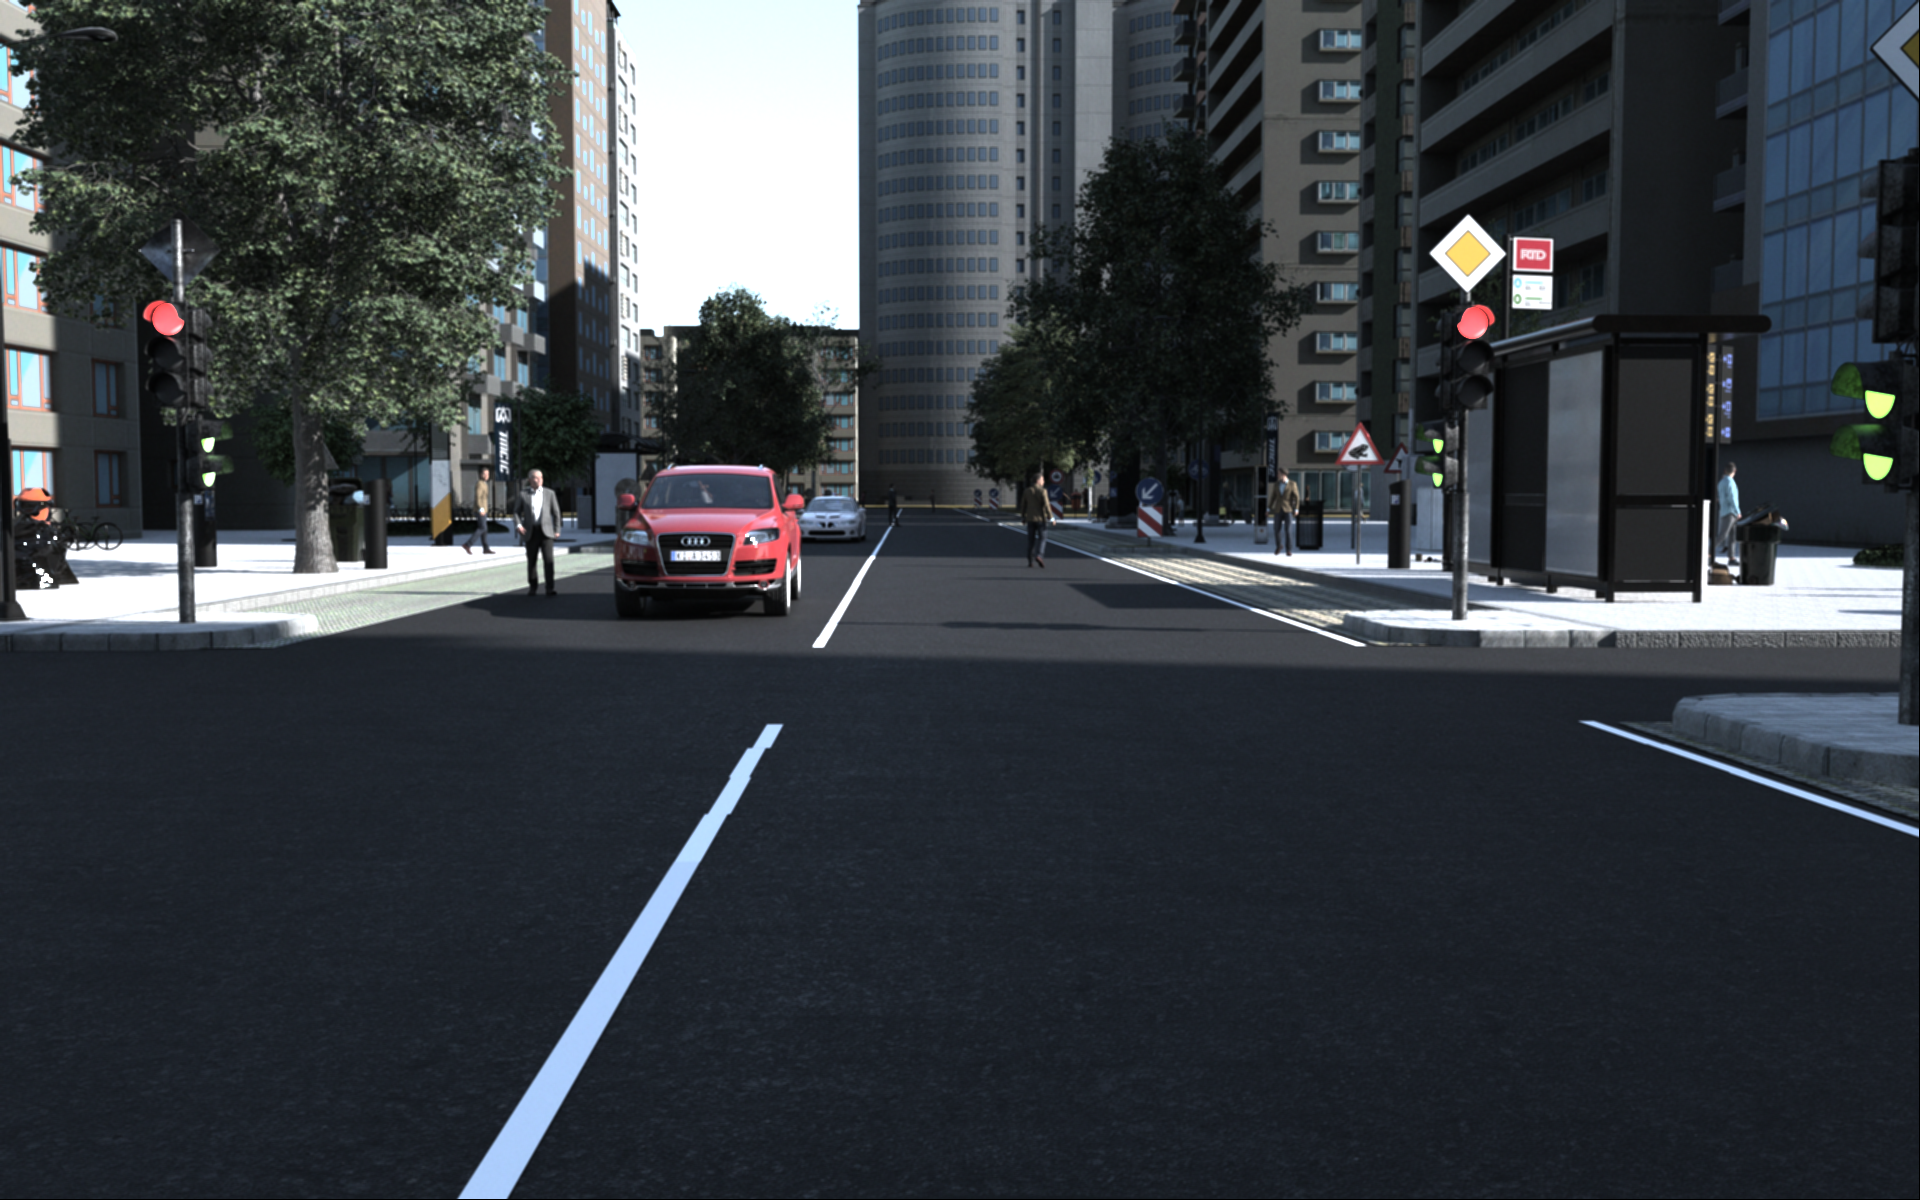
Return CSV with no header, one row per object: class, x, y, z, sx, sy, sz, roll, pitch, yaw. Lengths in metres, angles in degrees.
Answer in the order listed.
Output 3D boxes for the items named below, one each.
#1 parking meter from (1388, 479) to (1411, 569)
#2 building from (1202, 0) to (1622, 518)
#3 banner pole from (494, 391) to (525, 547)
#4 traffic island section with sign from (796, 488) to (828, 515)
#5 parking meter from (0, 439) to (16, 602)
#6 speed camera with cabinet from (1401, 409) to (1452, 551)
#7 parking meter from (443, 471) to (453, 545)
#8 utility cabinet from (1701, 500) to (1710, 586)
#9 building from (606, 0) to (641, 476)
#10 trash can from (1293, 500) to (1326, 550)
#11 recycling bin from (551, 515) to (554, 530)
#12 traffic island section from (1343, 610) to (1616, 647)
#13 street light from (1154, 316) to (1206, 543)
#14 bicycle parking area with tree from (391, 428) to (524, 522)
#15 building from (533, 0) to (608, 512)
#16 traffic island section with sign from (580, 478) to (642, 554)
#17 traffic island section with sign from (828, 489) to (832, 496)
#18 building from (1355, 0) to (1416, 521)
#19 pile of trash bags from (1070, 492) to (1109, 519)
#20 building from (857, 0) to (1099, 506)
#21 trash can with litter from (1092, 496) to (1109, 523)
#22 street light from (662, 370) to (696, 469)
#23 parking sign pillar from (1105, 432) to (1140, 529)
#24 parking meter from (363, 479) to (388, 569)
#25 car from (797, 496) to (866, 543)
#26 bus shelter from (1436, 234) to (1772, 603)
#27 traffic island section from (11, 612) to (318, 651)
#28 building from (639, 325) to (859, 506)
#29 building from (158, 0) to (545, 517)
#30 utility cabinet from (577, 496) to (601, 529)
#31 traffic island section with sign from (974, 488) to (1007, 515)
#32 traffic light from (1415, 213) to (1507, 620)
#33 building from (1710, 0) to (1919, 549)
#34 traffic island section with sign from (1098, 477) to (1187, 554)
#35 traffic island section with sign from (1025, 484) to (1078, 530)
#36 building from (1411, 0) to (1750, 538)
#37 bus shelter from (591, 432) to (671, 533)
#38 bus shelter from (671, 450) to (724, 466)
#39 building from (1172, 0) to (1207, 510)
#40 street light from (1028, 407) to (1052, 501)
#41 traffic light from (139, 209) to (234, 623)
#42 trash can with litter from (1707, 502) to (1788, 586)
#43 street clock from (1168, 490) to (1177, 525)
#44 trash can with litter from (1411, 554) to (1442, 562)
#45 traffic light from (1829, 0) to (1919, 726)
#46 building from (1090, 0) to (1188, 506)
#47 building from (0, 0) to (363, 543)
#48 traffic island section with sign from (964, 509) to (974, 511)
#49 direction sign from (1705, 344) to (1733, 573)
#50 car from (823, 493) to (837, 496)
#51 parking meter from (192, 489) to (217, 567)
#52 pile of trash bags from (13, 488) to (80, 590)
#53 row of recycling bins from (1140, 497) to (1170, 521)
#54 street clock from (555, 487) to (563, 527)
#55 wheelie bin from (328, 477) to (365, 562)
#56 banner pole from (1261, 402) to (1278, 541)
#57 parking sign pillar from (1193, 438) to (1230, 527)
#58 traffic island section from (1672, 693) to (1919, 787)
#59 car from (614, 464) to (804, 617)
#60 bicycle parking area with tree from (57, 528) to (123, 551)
parking meter,7.554,-1.306,29.760,0.372,1.533,0.369,0,3,0
building,28.670,-30.050,115.013,21.300,48.544,21.600,0,4,-2
banner pole,-10.870,-3.174,41.908,0.863,3.779,0.401,-2,4,-34
traffic island section with sign,-10.331,-6.784,119.545,1.989,1.847,2.006,0,4,-2
parking meter,-10.184,-0.763,18.188,0.255,1.863,0.399,1,4,23
speed camera with cabinet,10.703,-2.767,39.584,0.660,3.252,2.038,0,4,-5
parking meter,-12.891,-2.310,43.482,0.255,1.863,0.399,-1,4,-22
utility cabinet,9.948,-0.780,23.908,1.020,1.237,0.306,-3,4,-38
building,-34.695,-28.310,146.466,14.086,41.232,14.154,0,4,-2
trash can,8.029,-1.721,39.785,0.748,1.137,0.748,0,3,0
recycling bin,-13.644,-2.699,56.679,0.722,1.027,0.722,-1,4,-11
traffic island section,5.111,0.284,17.644,2.009,0.180,2.903,0,4,-2
street light,5.764,-4.453,45.350,1.470,5.913,1.316,0,4,-2
bicycle parking area with tree,-22.539,-5.551,77.757,9.016,4.147,8.231,3,4,37
building,-34.207,-29.261,128.527,14.600,45.320,14.200,0,4,-2
traffic island section with sign,-8.126,-2.062,42.349,1.989,1.847,2.006,0,4,-2
traffic island section with sign,-11.102,-8.446,146.727,1.989,1.847,2.006,0,4,-2
building,27.010,-19.234,86.183,14.160,30.474,14.107,0,4,-2
pile of trash bags,7.392,-4.883,89.591,3.447,1.369,1.912,1,4,13
building,2.381,-40.298,200.864,28.212,58.520,21.231,0,4,-2
trash can with litter,6.788,-4.093,77.973,2.233,1.210,1.678,-3,4,-37
street light,-10.567,-5.650,64.918,1.470,5.913,1.316,0,4,-2
parking sign pillar,6.085,-4.621,64.031,1.447,3.967,1.447,3,5,45
parking meter,-10.020,-1.301,29.682,0.372,1.533,0.369,0,3,0
car,-3.865,-2.468,52.708,2.083,1.381,4.827,0,4,0
bus shelter,8.288,-2.869,24.535,2.179,5.291,8.768,0,4,-2
traffic island section,-7.726,0.306,17.282,2.009,0.180,2.903,0,4,-2
building,-26.229,-21.925,203.515,28.899,21.520,27.650,0,4,-2
building,-38.455,-29.749,105.997,23.786,49.044,30.456,0,4,-2
utility cabinet,-13.480,-3.194,63.384,1.020,1.237,0.306,-2,4,-24
traffic island section with sign,2.192,-6.772,119.357,1.989,1.847,2.006,0,4,-2
traffic light,5.070,-1.750,17.529,0.839,4.253,0.868,0,4,-2
building,27.734,-23.815,39.488,14.200,45.320,14.600,0,4,-2
traffic island section with sign,4.414,-2.055,42.233,1.989,1.847,2.006,0,4,-2
traffic island section with sign,3.632,-3.714,69.352,1.989,1.847,2.006,0,4,-2
building,29.420,-26.678,59.884,21.300,48.544,21.600,0,4,-2
bus shelter,-11.353,-3.985,59.076,2.014,3.302,5.546,0,4,-2
bus shelter,-12.598,-5.447,82.989,2.014,3.302,5.546,0,4,-2
building,28.994,-29.707,140.334,22.147,44.769,28.867,0,4,-2
street light,4.330,-7.348,92.685,1.470,5.913,1.316,0,4,-2
traffic light,-7.685,-1.726,17.149,0.839,4.253,0.868,0,4,-2
trash can with litter,11.006,-0.794,24.363,1.055,1.170,0.624,0,4,1
street clock,8.683,-4.047,70.740,0.358,2.002,0.471,0,4,3
trash can with litter,9.345,-1.325,32.729,2.233,1.210,1.678,2,4,33
traffic light,5.299,-1.262,9.547,0.839,4.253,0.868,0,4,-2
building,30.605,-40.297,200.862,28.212,58.520,21.231,0,4,-2
building,-37.626,-12.836,54.903,27.650,21.520,28.899,0,4,-2
traffic island section with sign,1.389,-8.484,147.348,1.989,1.847,2.006,0,4,-2
direction sign,11.554,-2.110,26.492,0.876,3.537,0.379,-3,5,-39
car,-11.550,-8.841,154.148,1.945,1.707,3.694,0,4,-2
parking meter,-13.268,-1.346,30.420,0.372,1.533,0.369,0,3,0
pile of trash bags,-13.403,-0.893,24.361,1.912,1.369,3.447,-1,4,-15
row of recycling bins,8.597,-4.560,81.668,3.534,1.692,1.069,-2,4,-30
street clock,-15.651,-3.855,67.607,0.471,2.002,0.358,2,4,32
wheelie bin,-11.621,-1.523,32.812,0.980,1.594,0.693,0,4,-4
banner pole,8.308,-3.469,46.741,0.401,3.779,0.863,-2,4,-31
parking sign pillar,9.995,-4.914,68.816,1.447,3.967,1.447,0,4,-3
traffic island section,5.339,0.772,9.662,2.009,0.180,2.903,0,4,-2
car,-3.100,-0.814,21.984,2.281,1.827,5.304,0,4,-3
bicycle parking area with tree,-22.456,-3.038,36.678,9.016,4.147,8.231,0,4,7
